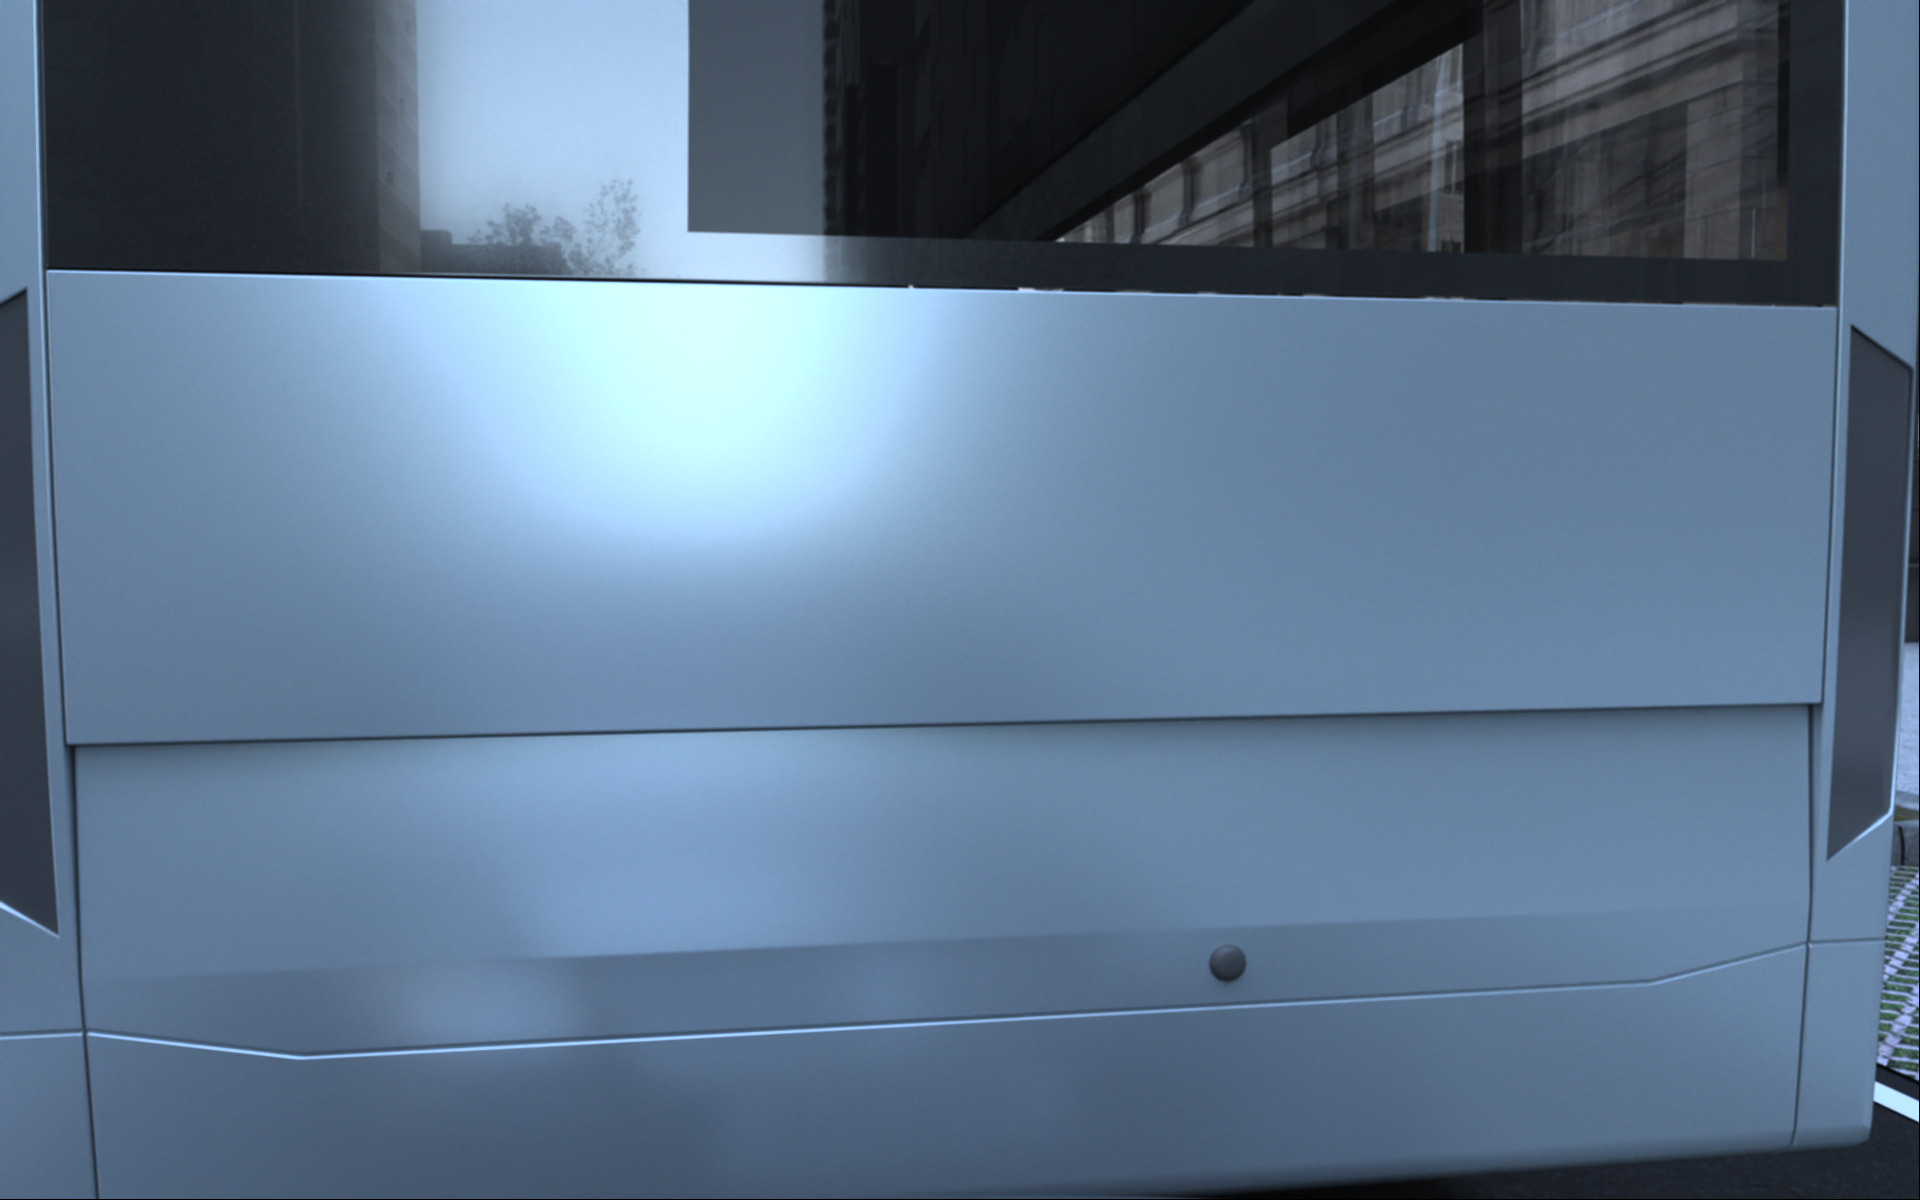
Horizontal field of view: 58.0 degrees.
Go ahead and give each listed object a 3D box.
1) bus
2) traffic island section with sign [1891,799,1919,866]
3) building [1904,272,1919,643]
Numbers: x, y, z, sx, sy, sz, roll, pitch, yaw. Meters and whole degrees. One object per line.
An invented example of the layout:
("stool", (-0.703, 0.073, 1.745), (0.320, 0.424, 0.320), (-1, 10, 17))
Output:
("bus", (-1.085, -0.846, 8.685), (2.948, 3.499, 13.247), (-1, 4, -10))
("traffic island section with sign", (2.864, 0.073, 7.436), (1.989, 1.847, 2.006), (-1, 4, -12))
("building", (6.597, -11.212, 34.227), (10.553, 20.767, 40.483), (-1, 4, -12))
